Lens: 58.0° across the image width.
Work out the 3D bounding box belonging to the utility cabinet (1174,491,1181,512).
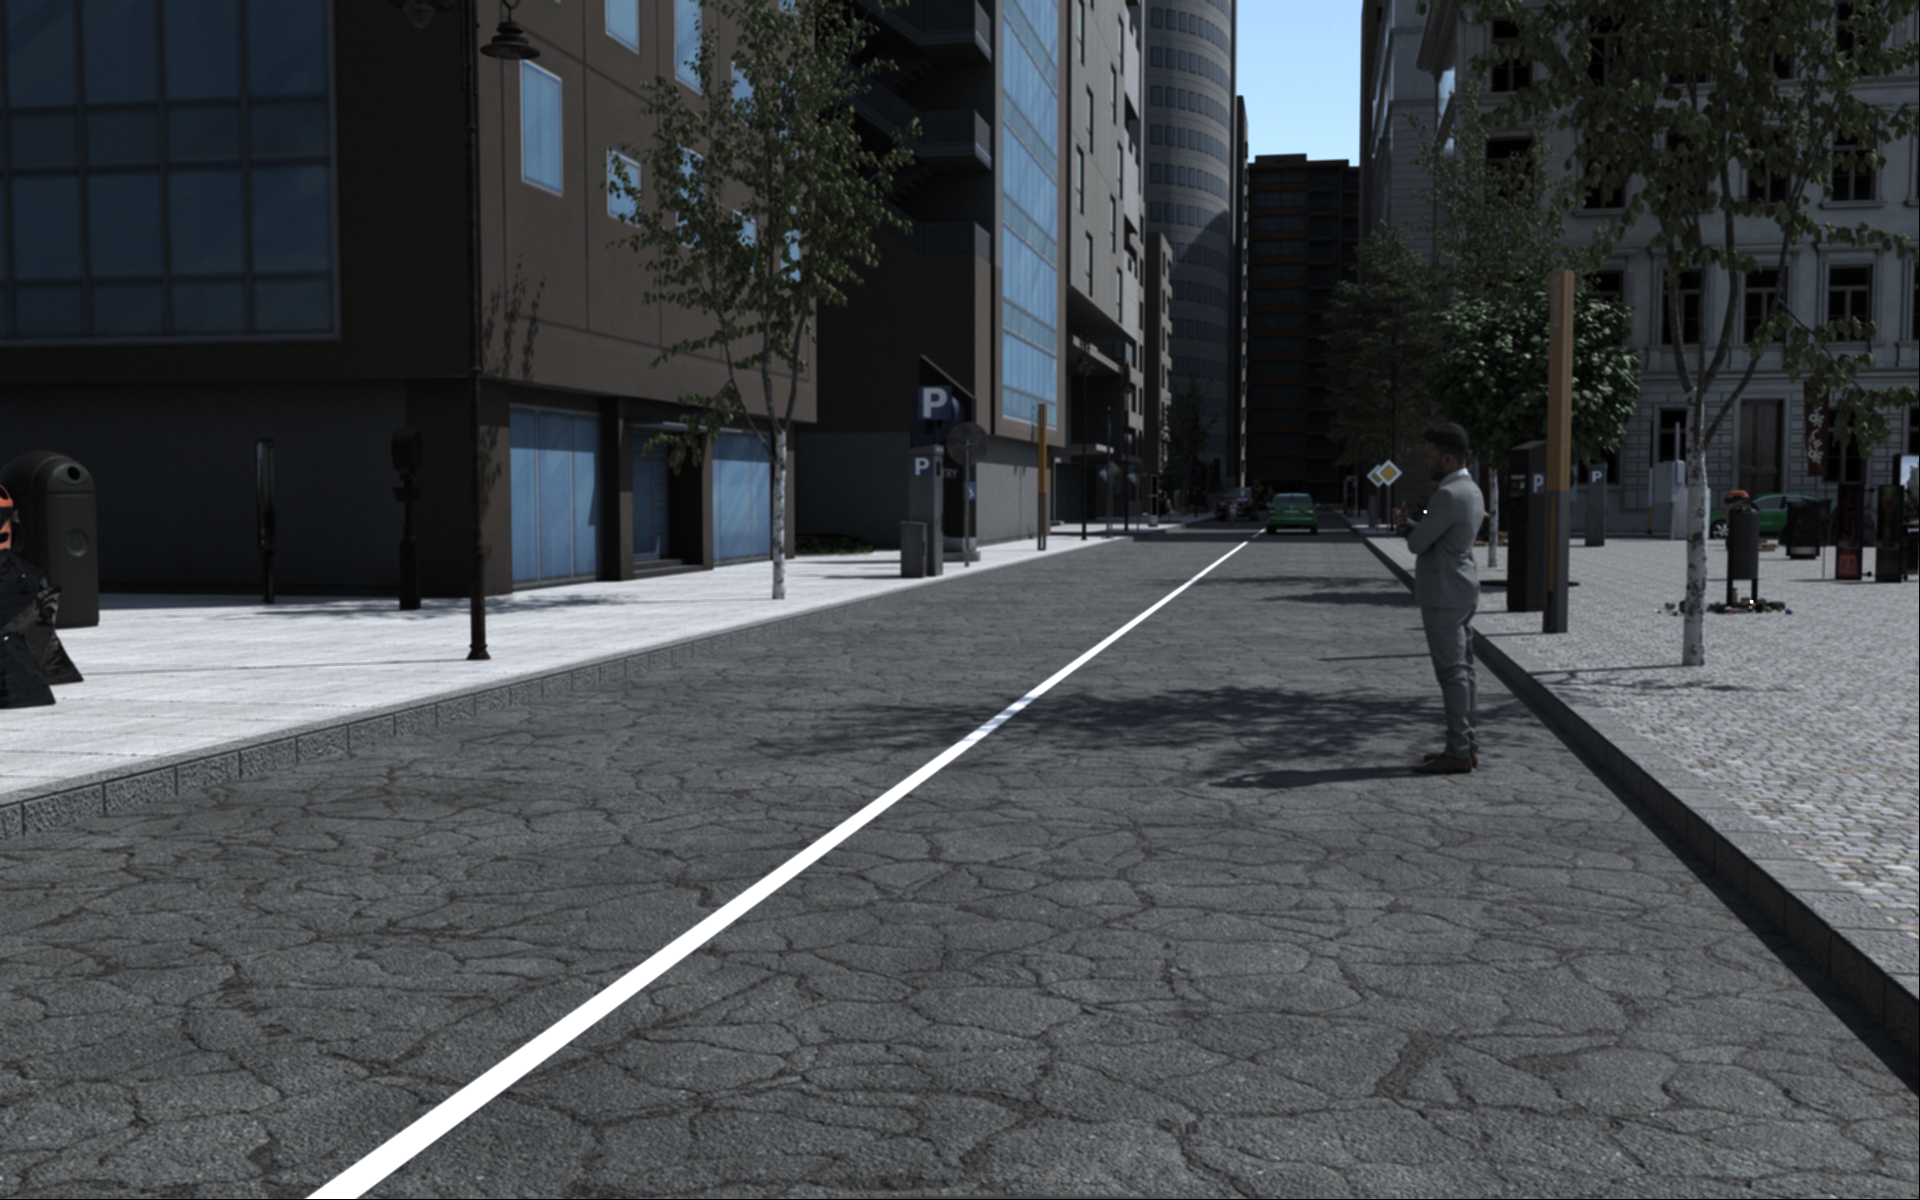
[{"bbox_3d":[15.660,-6.989,122.951,0.318,1.500,1.173,3,5,43],"label":"utility cabinet"}]

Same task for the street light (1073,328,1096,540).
[{"bbox_3d":[3.471,-4.617,48.277,0.468,5.910,1.993,1,4,11],"label":"street light"}]

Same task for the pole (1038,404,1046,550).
[{"bbox_3d":[1.867,-2.784,39.366,0.158,3.312,0.155,0,3,0],"label":"pole"}]

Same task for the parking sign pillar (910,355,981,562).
[{"bbox_3d":[-0.323,-2.731,33.123,1.447,3.967,1.447,3,4,38],"label":"parking sign pillar"}]

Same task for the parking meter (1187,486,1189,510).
[{"bbox_3d":[16.572,-7.411,126.888,0.255,1.863,0.399,2,4,28],"label":"parking meter"}]

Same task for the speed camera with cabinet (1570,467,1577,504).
[{"bbox_3d":[18.835,-3.771,55.995,2.038,3.252,0.660,1,4,11],"label":"speed camera with cabinet"}]

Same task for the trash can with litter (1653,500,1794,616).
[{"bbox_3d":[8.299,-0.489,19.050,2.233,1.210,1.678,-3,4,-36],"label":"trash can with litter"}]

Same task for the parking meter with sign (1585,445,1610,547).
[{"bbox_3d":[15.743,-2.850,42.864,0.543,3.016,1.738,1,4,22],"label":"parking meter with sign"}]

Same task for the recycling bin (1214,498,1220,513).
[{"bbox_3d":[17.722,-6.428,117.653,0.722,1.027,0.722,2,4,28],"label":"recycling bin"}]

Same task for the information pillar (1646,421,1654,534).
[{"bbox_3d":[22.114,-3.919,55.429,0.183,3.616,0.504,1,4,22],"label":"information pillar"}]

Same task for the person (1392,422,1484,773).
[{"bbox_3d":[2.493,-0.023,9.059,0.466,1.800,0.511,1,4,16],"label":"person"}]

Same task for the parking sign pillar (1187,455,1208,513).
[{"bbox_3d":[15.886,-7.796,115.941,1.447,3.967,1.447,-2,4,-34],"label":"parking sign pillar"}]

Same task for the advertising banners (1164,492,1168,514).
[{"bbox_3d":[12.994,-6.895,108.919,0.090,3.025,2.074,0,4,-3],"label":"advertising banners"}]

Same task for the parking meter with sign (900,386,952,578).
[{"bbox_3d":[-0.554,-1.889,27.150,0.543,3.016,1.738,1,4,11],"label":"parking meter with sign"}]

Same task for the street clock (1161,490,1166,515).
[{"bbox_3d":[12.568,-6.277,107.197,0.358,2.002,0.471,-1,4,-19],"label":"street clock"}]

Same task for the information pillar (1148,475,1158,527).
[{"bbox_3d":[7.517,-3.849,67.416,0.304,2.012,0.304,-1,4,-14],"label":"information pillar"}]

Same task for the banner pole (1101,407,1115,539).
[{"bbox_3d":[4.315,-3.680,50.191,0.401,3.779,0.863,1,4,10],"label":"banner pole"}]

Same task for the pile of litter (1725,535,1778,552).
[{"bbox_3d":[17.941,-1.546,39.235,1.719,0.858,1.176,-3,5,-44],"label":"pile of litter"}]

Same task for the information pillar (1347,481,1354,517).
[{"bbox_3d":[21.689,-5.615,96.302,0.304,2.012,0.304,2,4,24],"label":"information pillar"}]

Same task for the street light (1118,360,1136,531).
[{"bbox_3d":[5.769,-5.328,59.900,0.468,5.910,1.993,1,4,11],"label":"street light"}]

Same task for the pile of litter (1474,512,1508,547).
[{"bbox_3d":[13.195,-1.767,42.856,1.719,0.858,1.176,-1,4,-15],"label":"pile of litter"}]

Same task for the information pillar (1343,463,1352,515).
[{"bbox_3d":[24.265,-7.165,108.505,0.504,3.616,0.183,1,4,9],"label":"information pillar"}]

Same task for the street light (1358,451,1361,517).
[{"bbox_3d":[21.998,-7.493,95.299,0.468,5.910,1.993,1,4,11],"label":"street light"}]

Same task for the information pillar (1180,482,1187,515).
[{"bbox_3d":[13.948,-6.328,107.953,0.304,2.012,0.304,3,4,38],"label":"information pillar"}]

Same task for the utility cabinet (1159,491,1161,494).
[{"bbox_3d":[15.132,-7.641,133.602,1.173,1.500,0.318,-1,4,-18],"label":"utility cabinet"}]

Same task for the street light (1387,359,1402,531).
[{"bbox_3d":[14.845,-5.294,59.338,0.468,5.910,1.993,1,4,11],"label":"street light"}]

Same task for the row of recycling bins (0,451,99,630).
[{"bbox_3d":[-9.774,-0.527,15.726,1.069,1.692,3.534,3,5,43],"label":"row of recycling bins"}]

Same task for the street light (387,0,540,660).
[{"bbox_3d":[-3.737,-2.476,13.267,0.468,5.910,1.993,1,4,11],"label":"street light"}]

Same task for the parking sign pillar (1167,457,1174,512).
[{"bbox_3d":[14.930,-8.407,125.922,1.447,3.967,1.447,-1,4,-20],"label":"parking sign pillar"}]

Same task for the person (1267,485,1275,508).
[{"bbox_3d":[13.696,-4.141,76.122,0.836,1.842,0.656,-3,5,-39],"label":"person"}]

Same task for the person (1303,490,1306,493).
[{"bbox_3d":[29.855,-8.658,150.190,0.705,1.807,1.348,1,4,13],"label":"person"}]

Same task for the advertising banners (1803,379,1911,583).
[{"bbox_3d":[13.319,-1.813,25.835,0.090,3.025,2.074,-1,4,-16],"label":"advertising banners"}]

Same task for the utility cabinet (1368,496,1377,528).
[{"bbox_3d":[15.912,-3.407,66.862,0.306,1.237,1.020,1,4,13],"label":"utility cabinet"}]

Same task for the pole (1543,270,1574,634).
[{"bbox_3d":[5.506,-1.351,15.928,0.158,3.312,0.155,0,3,0],"label":"pole"}]

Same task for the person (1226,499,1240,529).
[{"bbox_3d":[11.165,-3.503,70.794,0.505,1.210,0.382,-1,4,-16],"label":"person"}]

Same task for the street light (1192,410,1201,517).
[{"bbox_3d":[12.964,-7.474,94.991,0.468,5.910,1.993,1,4,11],"label":"street light"}]

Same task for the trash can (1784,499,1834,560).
[{"bbox_3d":[16.618,-1.374,34.117,0.748,1.137,0.748,0,3,0],"label":"trash can"}]

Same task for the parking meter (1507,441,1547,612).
[{"bbox_3d":[6.184,-0.806,18.892,0.399,1.863,0.255,-2,4,-35],"label":"parking meter"}]

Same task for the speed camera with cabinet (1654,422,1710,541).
[{"bbox_3d":[20.185,-3.305,48.375,2.038,3.252,0.660,-3,4,-38],"label":"speed camera with cabinet"}]

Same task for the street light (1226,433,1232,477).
[{"bbox_3d":[20.166,-9.608,129.881,0.468,5.910,1.993,1,4,11],"label":"street light"}]

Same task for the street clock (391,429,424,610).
[{"bbox_3d":[-6.114,-0.895,19.203,0.358,2.002,0.471,0,4,-3],"label":"street clock"}]
